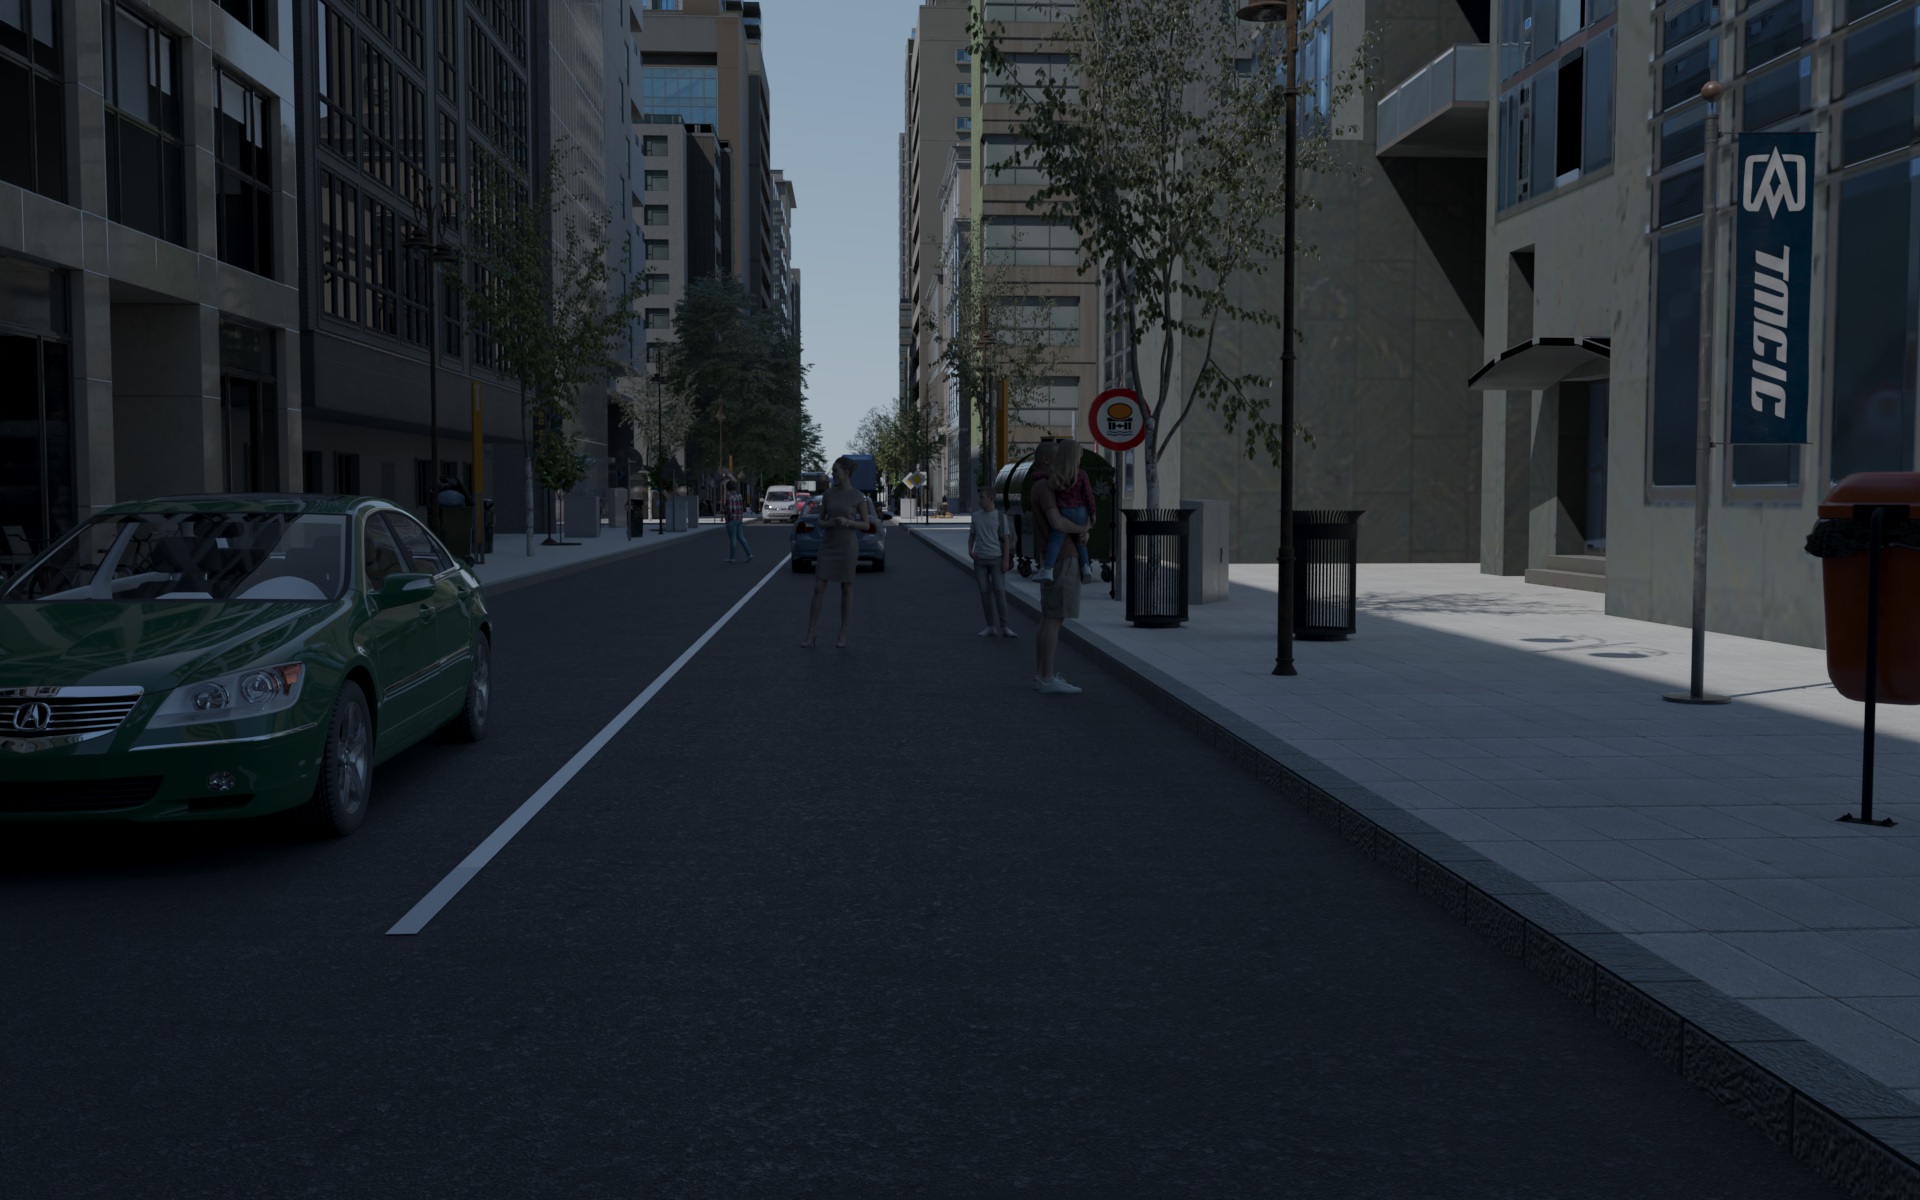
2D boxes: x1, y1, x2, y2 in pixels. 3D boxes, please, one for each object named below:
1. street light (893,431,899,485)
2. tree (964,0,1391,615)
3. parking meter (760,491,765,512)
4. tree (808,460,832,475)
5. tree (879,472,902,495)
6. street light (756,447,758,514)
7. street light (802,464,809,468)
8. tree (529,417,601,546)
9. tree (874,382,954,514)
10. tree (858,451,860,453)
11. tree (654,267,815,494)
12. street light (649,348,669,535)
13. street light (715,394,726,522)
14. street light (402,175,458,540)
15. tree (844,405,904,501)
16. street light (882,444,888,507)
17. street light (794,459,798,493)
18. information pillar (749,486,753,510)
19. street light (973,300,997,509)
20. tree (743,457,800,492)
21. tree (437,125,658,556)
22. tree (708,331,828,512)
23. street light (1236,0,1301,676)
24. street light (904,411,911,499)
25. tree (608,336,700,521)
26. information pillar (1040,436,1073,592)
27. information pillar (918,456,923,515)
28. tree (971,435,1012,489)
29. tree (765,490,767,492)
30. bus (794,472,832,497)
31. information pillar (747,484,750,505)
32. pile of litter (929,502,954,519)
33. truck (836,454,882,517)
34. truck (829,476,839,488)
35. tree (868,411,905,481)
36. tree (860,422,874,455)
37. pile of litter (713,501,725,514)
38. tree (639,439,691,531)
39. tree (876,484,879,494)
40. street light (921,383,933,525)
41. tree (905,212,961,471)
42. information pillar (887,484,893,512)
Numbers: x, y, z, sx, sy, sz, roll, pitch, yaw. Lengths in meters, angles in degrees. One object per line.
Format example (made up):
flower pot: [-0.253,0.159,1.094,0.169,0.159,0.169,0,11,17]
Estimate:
street light: [-4.606,-9.274,124.415,0.468,5.910,1.993,0,4,-4]
tree: [2.029,-4.112,17.593,4.360,8.622,3.978,0,3,0]
parking meter: [-14.214,-7.121,124.836,0.372,1.533,0.369,0,3,0]
tree: [-25.092,-21.893,308.317,4.737,8.622,4.395,0,3,0]
tree: [-5.106,-8.642,135.902,1.663,3.219,1.824,0,3,0]
street light: [-12.867,-8.377,109.751,0.468,5.910,1.993,0,4,-4]
street light: [-19.344,-14.800,214.769,0.468,5.910,1.993,0,4,-4]
tree: [-10.133,-2.993,43.532,1.663,3.219,1.824,0,3,0]
tree: [-2.613,-9.967,113.328,4.737,8.622,4.395,0,3,0]
tree: [-8.052,-13.925,178.036,4.737,8.622,4.395,0,3,0]
tree: [-12.643,-11.643,97.019,9.857,13.997,8.962,0,3,0]
street light: [-9.491,-5.016,54.802,0.468,5.910,1.993,0,4,-4]
street light: [-11.012,-6.552,79.918,0.468,5.910,1.993,0,4,-4]
street light: [-7.775,-3.228,25.559,0.468,5.910,1.993,0,4,-4]
tree: [-11.174,-20.084,238.736,12.009,13.543,11.850,0,3,0]
street light: [-6.405,-11.062,153.653,0.468,5.910,1.993,0,4,-4]
street light: [-17.514,-12.982,185.046,0.468,5.910,1.993,0,4,-4]
information pillar: [-17.010,-8.372,141.370,0.304,2.012,0.304,0,4,0]
street light: [0.587,-4.195,41.371,0.468,5.910,1.993,0,4,-4]
tree: [-14.568,-8.895,129.155,4.285,4.588,4.351,0,3,0]
tree: [-8.626,-5.204,35.455,4.737,8.622,4.395,0,3,0]
tree: [-13.958,-12.393,120.758,7.486,12.596,7.792,0,3,0]
street light: [2.307,-2.406,12.128,0.468,5.910,1.993,0,4,-4]
street light: [-2.855,-7.483,95.126,0.468,5.910,1.993,0,4,-4]
tree: [-14.451,-8.046,81.915,4.360,8.622,3.978,0,3,0]
information pillar: [1.225,-1.072,22.019,0.304,2.012,0.304,-2,4,-33]
information pillar: [-2.385,-7.064,106.859,0.183,3.616,0.504,-2,4,-27]
tree: [0.840,-3.485,51.577,1.663,3.219,1.824,0,3,0]
tree: [-14.993,-8.716,137.112,1.663,3.219,1.824,0,3,0]
bus: [-12.005,-8.985,141.764,2.948,3.499,13.247,0,4,-5]
information pillar: [-17.507,-9.358,144.365,0.504,3.616,0.183,2,4,29]
pile of litter: [-0.849,-4.722,91.165,1.719,0.858,1.176,1,4,20]
truck: [-6.472,-7.437,111.349,2.967,4.110,18.799,0,4,-4]
truck: [-19.835,-17.123,269.718,2.967,4.110,18.799,0,4,-4]
tree: [-5.803,-12.215,150.077,4.360,8.622,3.978,0,3,0]
tree: [-4.376,-11.026,130.637,4.737,8.622,4.395,0,3,0]
pile of litter: [-15.157,-5.854,109.685,1.719,0.858,1.176,0,4,6]
tree: [-10.400,-4.028,60.454,1.663,3.219,1.824,0,3,0]
tree: [-9.173,-12.340,196.365,1.663,3.219,1.824,0,3,0]
street light: [-1.348,-6.012,71.078,0.468,5.910,1.993,0,4,-4]
tree: [0.875,-5.783,44.910,4.360,8.622,3.978,0,3,0]
information pillar: [-5.132,-7.513,127.322,0.304,2.012,0.304,-3,5,-41]
